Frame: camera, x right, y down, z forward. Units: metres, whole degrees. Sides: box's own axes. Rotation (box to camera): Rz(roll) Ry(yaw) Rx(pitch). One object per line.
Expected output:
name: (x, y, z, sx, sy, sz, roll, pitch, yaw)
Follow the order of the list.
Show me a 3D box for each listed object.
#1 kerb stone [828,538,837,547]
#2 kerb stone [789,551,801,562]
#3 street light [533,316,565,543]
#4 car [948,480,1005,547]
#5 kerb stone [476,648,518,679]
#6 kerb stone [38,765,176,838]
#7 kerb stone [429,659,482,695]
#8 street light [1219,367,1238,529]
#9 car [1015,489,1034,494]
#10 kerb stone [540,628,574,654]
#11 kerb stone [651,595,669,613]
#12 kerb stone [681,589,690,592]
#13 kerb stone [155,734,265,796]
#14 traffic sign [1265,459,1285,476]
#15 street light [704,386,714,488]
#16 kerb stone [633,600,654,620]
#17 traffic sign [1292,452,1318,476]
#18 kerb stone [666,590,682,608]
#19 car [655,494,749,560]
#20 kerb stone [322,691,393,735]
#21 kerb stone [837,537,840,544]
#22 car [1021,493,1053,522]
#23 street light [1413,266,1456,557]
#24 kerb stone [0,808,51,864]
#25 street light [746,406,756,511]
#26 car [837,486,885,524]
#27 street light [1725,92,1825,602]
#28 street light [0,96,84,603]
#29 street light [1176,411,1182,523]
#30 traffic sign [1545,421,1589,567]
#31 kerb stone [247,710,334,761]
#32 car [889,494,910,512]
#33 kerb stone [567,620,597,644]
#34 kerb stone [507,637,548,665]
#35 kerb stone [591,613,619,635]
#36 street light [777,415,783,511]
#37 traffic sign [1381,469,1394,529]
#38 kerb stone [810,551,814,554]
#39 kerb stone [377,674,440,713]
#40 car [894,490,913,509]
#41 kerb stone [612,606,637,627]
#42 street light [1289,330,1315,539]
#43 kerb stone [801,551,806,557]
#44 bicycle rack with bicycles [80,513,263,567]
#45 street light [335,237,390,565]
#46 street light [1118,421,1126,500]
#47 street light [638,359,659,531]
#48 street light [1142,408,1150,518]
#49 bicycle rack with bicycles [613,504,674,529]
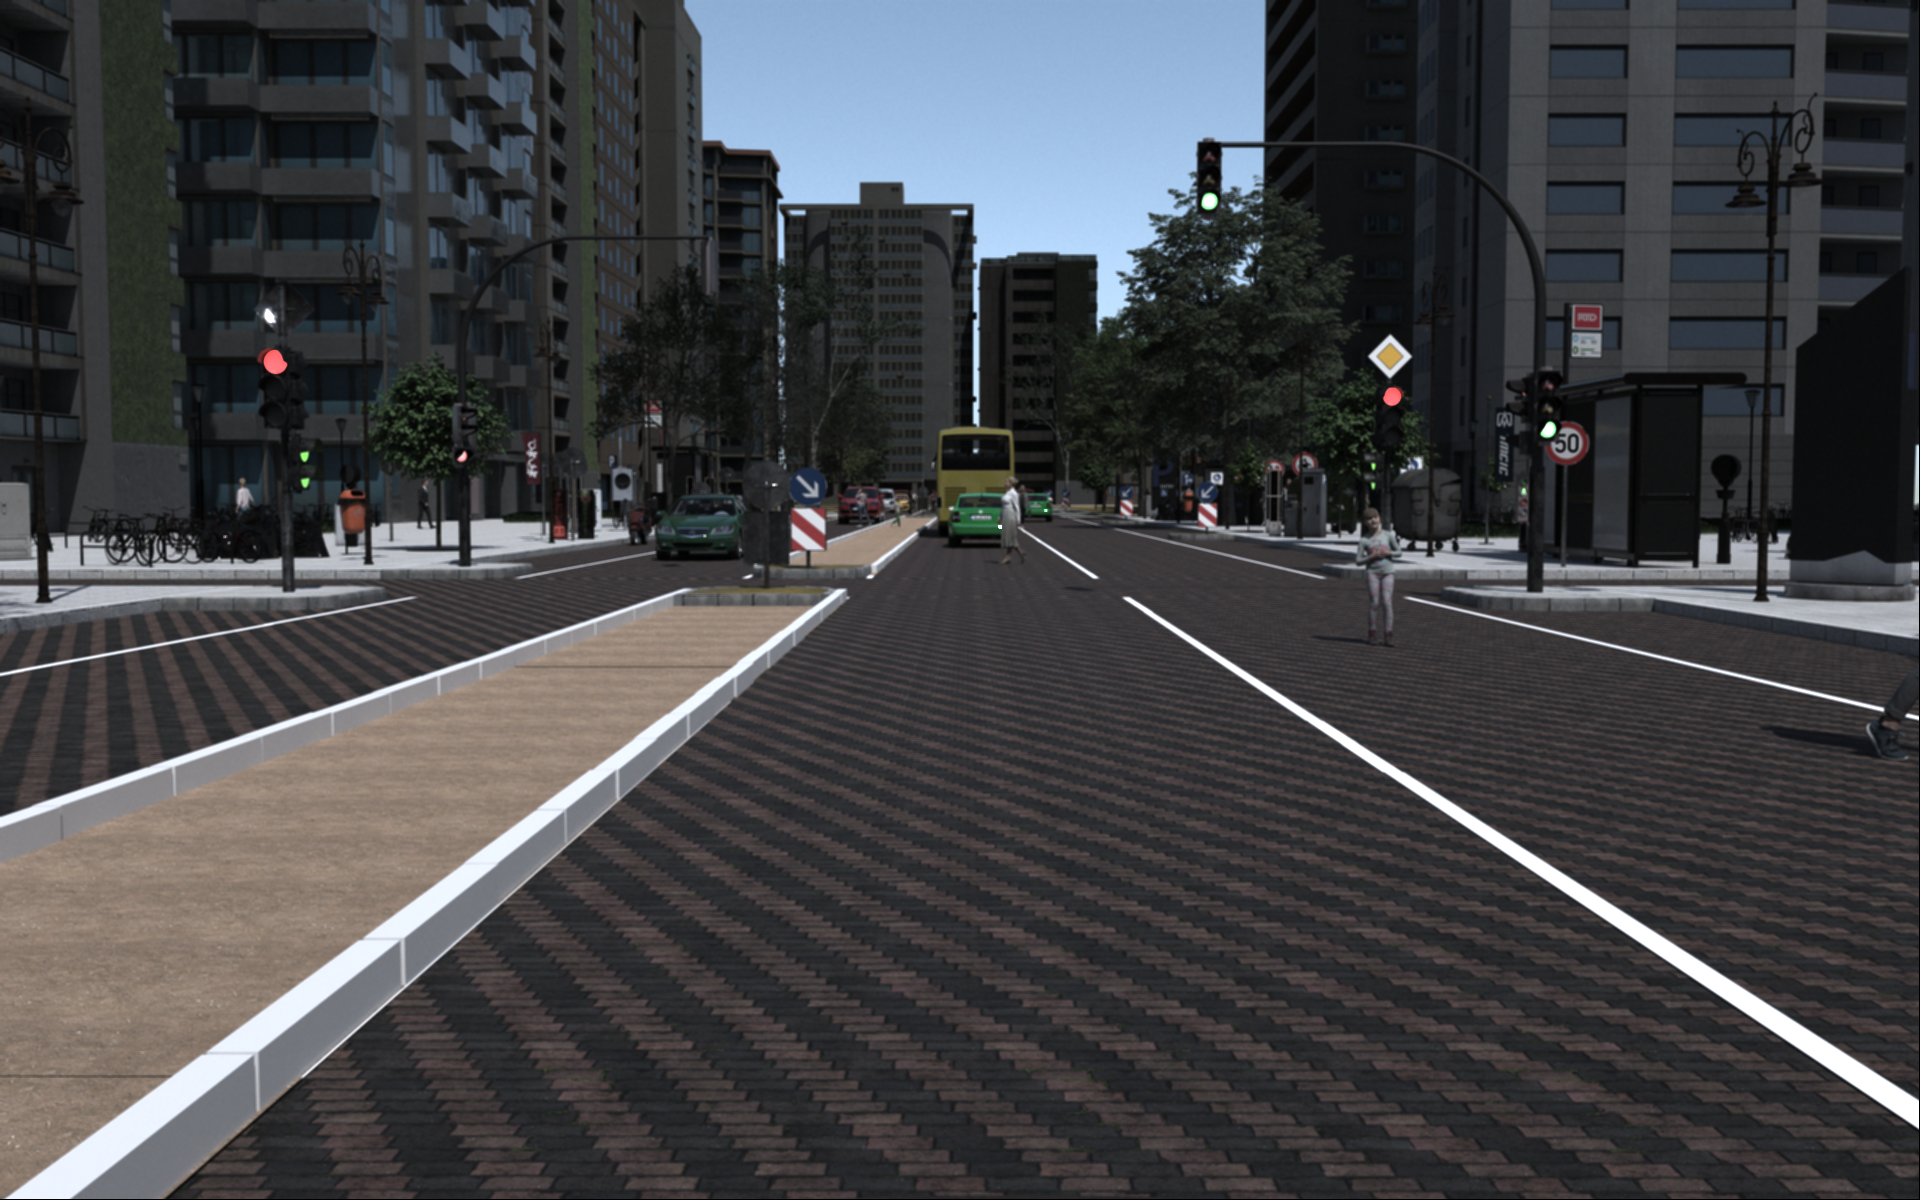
kerb stone: (-3.582, -1.585, 48.137, 0.120, 0.150, 1.000, 0, 4, 0)
kerb stone: (-3.631, -0.959, 37.876, 0.120, 0.150, 1.000, 0, 4, 0)
street light: (-10.692, -4.428, 45.187, 0.468, 5.910, 1.993, 0, 4, 0)
car: (0.622, -2.388, 47.835, 1.959, 1.807, 4.718, 0, 4, 2)
kerb stone: (-3.725, 0.518, 13.777, 0.120, 0.150, 1.000, 0, 4, 0)
kerb stone: (-3.760, 0.891, 7.635, 0.120, 0.150, 1.000, 0, 4, 0)
kerb stone: (-3.734, 0.578, 12.744, 0.120, 0.150, 1.000, 0, 4, 0)
street light: (9.725, -5.505, 62.801, 0.468, 5.910, 1.993, 0, 4, 0)
car: (4.876, -7.652, 133.786, 2.281, 1.827, 5.304, 0, 4, -1)
kerb stone: (-3.721, 0.390, 15.824, 0.120, 0.150, 1.000, 0, 4, 0)
kerb stone: (-3.700, 0.076, 20.952, 0.120, 0.150, 1.000, 0, 4, 0)
kerb stone: (-3.690, -0.050, 23.007, 0.120, 0.150, 1.000, 0, 4, 0)
kerb stone: (-3.754, 0.828, 8.657, 0.120, 0.150, 1.000, 0, 4, 0)
traffic sign: (11.572, -3.901, 63.883, 0.768, 2.556, 0.104, 0, 4, 1)
street light: (-10.584, -6.145, 73.258, 0.468, 5.910, 1.993, 0, 4, 0)
kerb stone: (-3.702, 0.139, 19.916, 0.120, 0.150, 1.000, 0, 4, 0)
traffic sign: (10.445, -3.206, 52.532, 0.768, 2.556, 0.104, 1, 4, 9)
kerb stone: (-3.698, 0.013, 21.978, 0.120, 0.150, 1.000, 0, 4, 0)
car: (-5.702, -1.677, 39.222, 2.131, 1.459, 4.920, 0, 3, 0)
kerb stone: (-3.748, 0.708, 10.701, 0.120, 0.150, 1.000, 0, 4, 0)
kerb stone: (-3.574, -1.649, 49.160, 0.120, 0.150, 1.000, 0, 4, 0)
car: (3.905, -4.999, 90.529, 1.959, 1.807, 4.718, 0, 4, 1)
street light: (9.608, -3.819, 35.224, 0.468, 5.910, 1.993, 0, 4, 0)
kerb stone: (-3.753, 0.954, 6.613, 0.120, 0.150, 1.000, 0, 4, 0)
street light: (-10.619, -7.017, 87.514, 0.468, 5.910, 1.993, 0, 4, 0)
car: (-4.731, -4.572, 83.427, 2.281, 1.827, 5.304, 0, 3, 0)
street light: (9.579, -2.920, 20.525, 0.468, 5.910, 1.993, 0, 4, 0)
street light: (-10.830, -2.906, 20.297, 0.468, 5.910, 1.993, 0, 4, 0)
street light: (9.753, -6.380, 77.094, 0.468, 5.910, 1.993, 0, 4, 0)
traffic sign: (10.618, -1.853, 30.399, 0.768, 2.556, 0.104, 0, 4, 3)
kerb stone: (-3.755, 0.766, 9.679, 0.120, 0.150, 1.000, 0, 4, 0)
car: (-4.754, -7.816, 138.014, 2.015, 1.641, 3.980, 0, 4, -1)
kerb stone: (-3.719, 0.329, 16.846, 0.120, 0.150, 1.000, 0, 4, 0)
kerb stone: (-3.728, 0.452, 14.801, 0.120, 0.150, 1.000, 0, 4, 0)
kerb stone: (-3.707, 0.265, 17.867, 0.120, 0.150, 1.000, 0, 4, 0)
street light: (-10.494, -7.871, 101.473, 0.468, 5.910, 1.993, 0, 4, 0)
traffic sign: (12.735, -3.183, 52.151, 0.768, 2.556, 0.104, 1, 4, 9)
kerb stone: (-3.609, -1.148, 40.963, 0.120, 0.150, 1.000, 0, 4, 0)
kerb stone: (-3.747, 0.642, 11.722, 0.120, 0.150, 1.000, 0, 4, 0)
car: (-5.545, -9.548, 164.778, 2.281, 1.827, 5.304, 0, 4, 0)
kerb stone: (-3.711, 0.204, 18.895, 0.120, 0.150, 1.000, 0, 4, 0)
street light: (9.661, -4.662, 49.013, 0.468, 5.910, 1.993, 0, 4, 0)
kerb stone: (-3.622, -1.022, 38.898, 0.120, 0.150, 1.000, 0, 4, 0)
bicycle rack with bicycles: (-14.672, -1.118, 31.668, 2.925, 0.926, 2.852, 2, 4, 27)
street light: (-10.781, -3.585, 31.399, 0.468, 5.910, 1.993, 0, 4, 0)
street light: (9.827, -8.076, 104.837, 0.468, 5.910, 1.993, 0, 4, 0)
street light: (-10.675, -5.302, 59.470, 0.468, 5.910, 1.993, 0, 4, 0)
street light: (9.722, -7.226, 90.938, 0.468, 5.910, 1.993, 0, 4, 0)
bicycle rack with bicycles: (-11.398, -3.100, 64.068, 2.852, 0.926, 2.925, -2, 4, -24)
